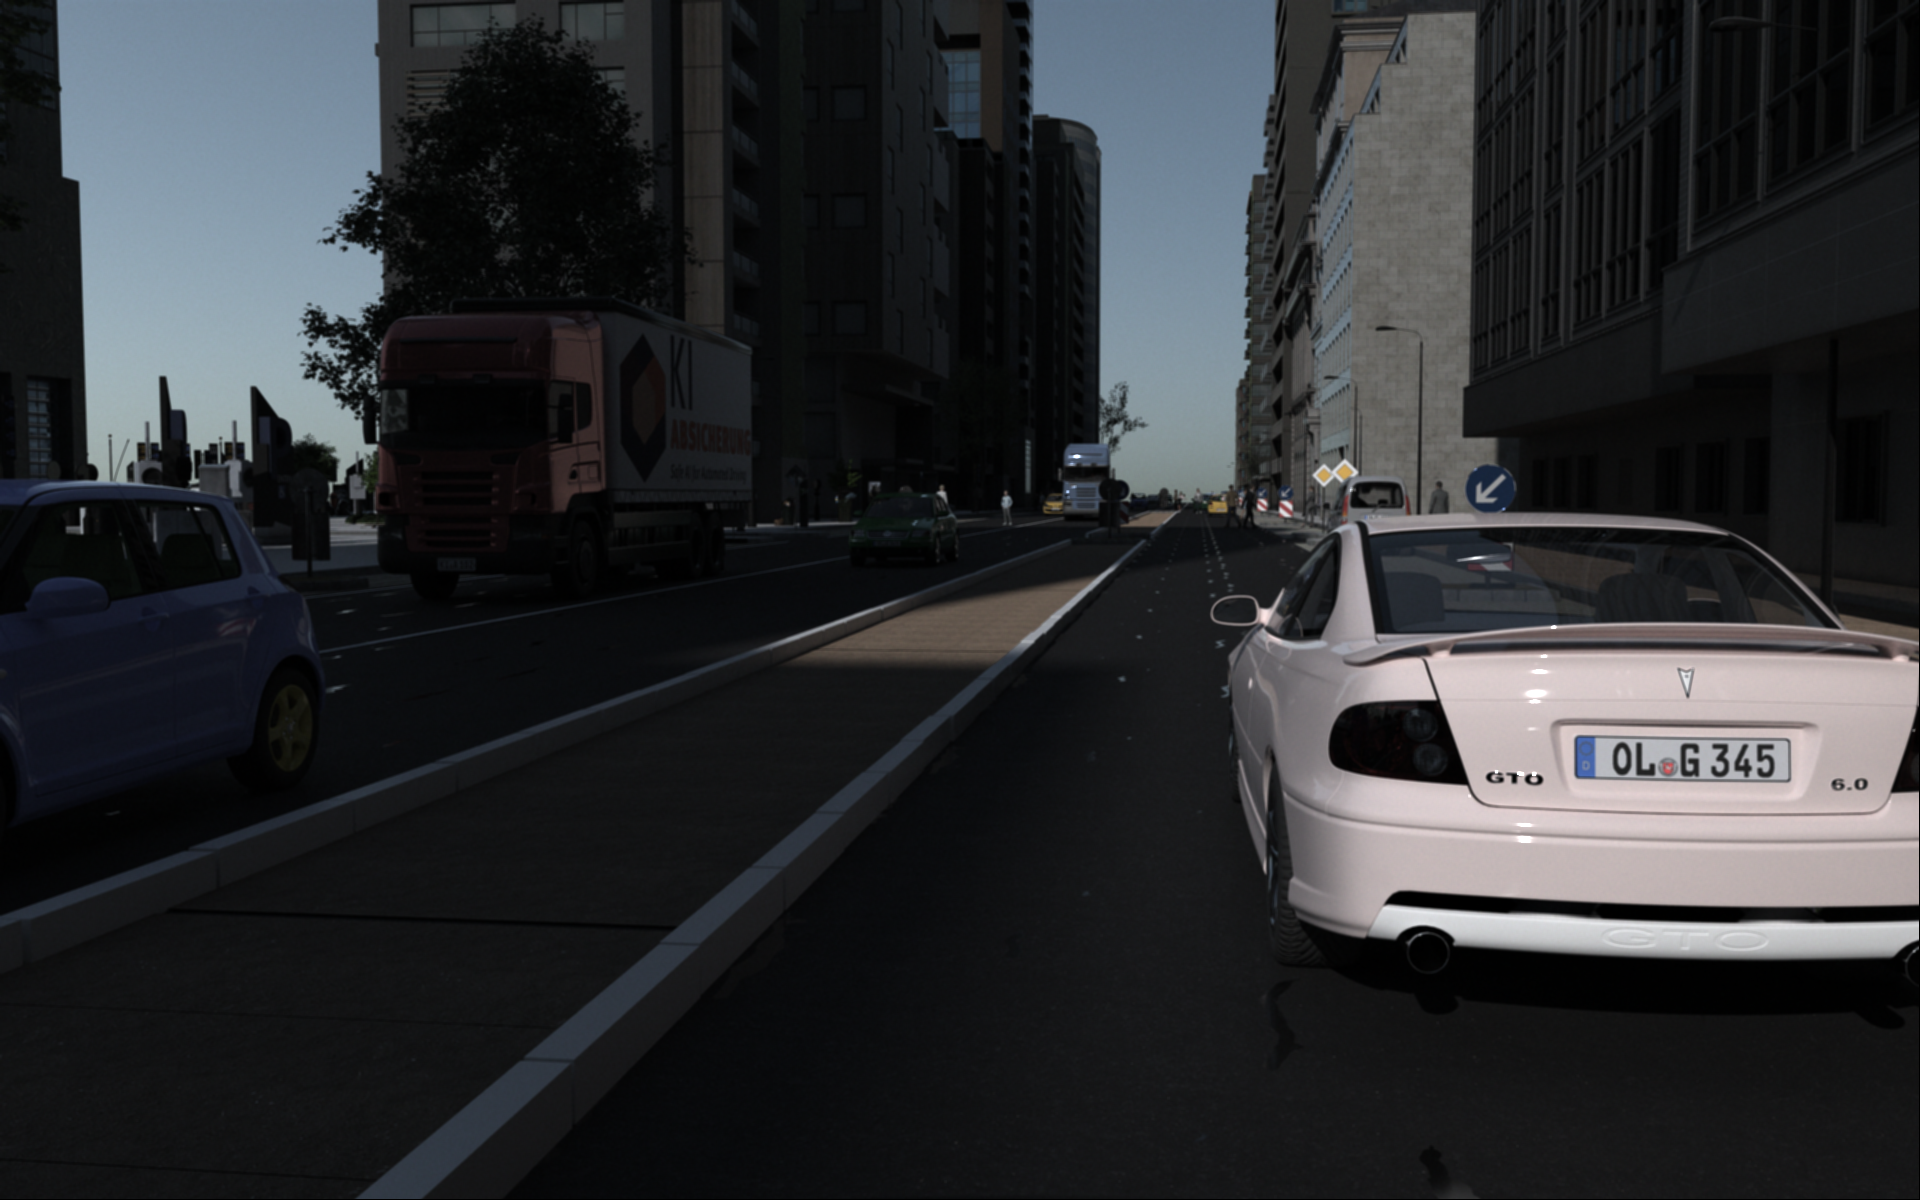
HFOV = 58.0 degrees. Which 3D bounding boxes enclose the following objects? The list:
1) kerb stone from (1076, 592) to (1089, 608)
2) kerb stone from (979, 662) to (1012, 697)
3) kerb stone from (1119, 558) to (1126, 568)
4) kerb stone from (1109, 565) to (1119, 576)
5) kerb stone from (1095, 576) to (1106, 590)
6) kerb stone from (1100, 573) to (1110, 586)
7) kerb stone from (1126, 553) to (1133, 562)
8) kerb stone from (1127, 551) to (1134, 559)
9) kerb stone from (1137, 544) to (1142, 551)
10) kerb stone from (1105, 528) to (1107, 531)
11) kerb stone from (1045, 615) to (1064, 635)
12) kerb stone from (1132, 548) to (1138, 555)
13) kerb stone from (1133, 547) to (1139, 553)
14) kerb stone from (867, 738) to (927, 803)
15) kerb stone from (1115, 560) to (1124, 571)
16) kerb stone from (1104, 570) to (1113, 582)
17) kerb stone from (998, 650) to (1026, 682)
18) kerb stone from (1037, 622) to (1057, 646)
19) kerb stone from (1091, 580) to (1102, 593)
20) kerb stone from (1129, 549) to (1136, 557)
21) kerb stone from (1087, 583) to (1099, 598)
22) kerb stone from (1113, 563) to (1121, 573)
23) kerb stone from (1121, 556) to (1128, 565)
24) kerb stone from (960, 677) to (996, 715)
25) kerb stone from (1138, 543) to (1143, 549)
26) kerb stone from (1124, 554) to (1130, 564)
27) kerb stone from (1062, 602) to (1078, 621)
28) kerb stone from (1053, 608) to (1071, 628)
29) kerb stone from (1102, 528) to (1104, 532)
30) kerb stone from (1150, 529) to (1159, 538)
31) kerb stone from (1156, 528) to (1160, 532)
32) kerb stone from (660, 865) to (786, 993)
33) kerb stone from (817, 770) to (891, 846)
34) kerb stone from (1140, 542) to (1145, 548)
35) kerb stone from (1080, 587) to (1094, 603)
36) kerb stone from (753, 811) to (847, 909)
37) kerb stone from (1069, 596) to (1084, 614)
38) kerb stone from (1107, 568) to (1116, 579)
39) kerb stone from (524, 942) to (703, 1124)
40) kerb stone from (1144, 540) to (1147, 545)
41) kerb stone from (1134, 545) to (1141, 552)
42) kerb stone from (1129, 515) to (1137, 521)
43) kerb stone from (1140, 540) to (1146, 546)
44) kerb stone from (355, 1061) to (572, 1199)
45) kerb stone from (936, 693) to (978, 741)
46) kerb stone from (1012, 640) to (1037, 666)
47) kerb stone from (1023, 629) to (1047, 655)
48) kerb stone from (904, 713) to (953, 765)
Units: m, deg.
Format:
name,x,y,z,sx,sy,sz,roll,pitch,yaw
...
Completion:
name,x,y,z,sx,sy,sz,roll,pitch,yaw
kerb stone,1.497,0.030,21.708,0.120,0.150,1.000,0,4,8
kerb stone,0.245,0.589,12.560,0.120,0.150,1.000,0,4,8
kerb stone,3.026,-0.654,32.889,0.120,0.150,1.000,0,4,8
kerb stone,2.617,-0.467,29.828,0.120,0.150,1.000,0,4,8
kerb stone,2.053,-0.219,25.776,0.120,0.150,1.000,0,4,8
kerb stone,2.192,-0.281,26.790,0.120,0.150,1.000,0,4,8
kerb stone,3.452,-0.841,35.946,0.120,0.150,1.000,0,4,8
kerb stone,3.589,-0.903,36.959,0.120,0.150,1.000,0,4,8
kerb stone,4.285,-1.215,42.062,0.120,0.150,1.000,0,4,8
kerb stone,5.345,-2.631,65.266,0.120,0.150,1.000,0,4,8
kerb stone,0.935,0.285,17.645,0.120,0.150,1.000,0,4,8
kerb stone,3.863,-1.028,39.000,0.120,0.150,1.000,0,4,8
kerb stone,4.002,-1.084,40.016,0.120,0.150,1.000,0,4,8
kerb stone,-0.313,0.837,8.504,0.120,0.150,1.000,0,4,8
kerb stone,2.890,-0.592,31.876,0.120,0.150,1.000,0,4,8
kerb stone,2.328,-0.343,27.804,0.120,0.150,1.000,0,4,8
kerb stone,0.390,0.530,13.577,0.120,0.150,1.000,0,4,8
kerb stone,0.806,0.347,16.629,0.120,0.150,1.000,0,4,8
kerb stone,1.912,-0.152,24.764,0.120,0.150,1.000,0,4,8
kerb stone,3.729,-0.965,37.986,0.120,0.150,1.000,0,4,8
kerb stone,1.778,-0.094,23.734,0.120,0.150,1.000,0,4,8
kerb stone,2.746,-0.524,30.856,0.120,0.150,1.000,0,4,8
kerb stone,3.170,-0.717,33.915,0.120,0.150,1.000,0,4,8
kerb stone,0.102,0.656,11.545,0.120,0.150,1.000,0,4,8
kerb stone,4.426,-1.269,43.090,0.120,0.150,1.000,0,4,8
kerb stone,3.305,-0.779,34.935,0.120,0.150,1.000,0,4,8
kerb stone,1.220,0.155,19.678,0.120,0.150,1.000,0,4,8
kerb stone,1.074,0.217,18.666,0.120,0.150,1.000,0,4,8
kerb stone,5.067,-2.509,63.225,0.120,0.150,1.000,0,4,8
kerb stone,6.732,-2.301,59.924,0.120,0.150,1.000,0,4,8
kerb stone,6.878,-2.369,60.936,0.120,0.150,1.000,0,4,8
kerb stone,-0.732,1.024,5.448,0.120,0.150,1.000,0,4,8
kerb stone,-0.457,0.899,7.491,0.120,0.150,1.000,0,4,8
kerb stone,4.570,-1.335,44.102,0.120,0.150,1.000,0,4,8
kerb stone,1.630,-0.032,22.722,0.120,0.150,1.000,0,4,8
kerb stone,-0.592,0.962,6.461,0.120,0.150,1.000,0,4,8
kerb stone,1.359,0.092,20.692,0.120,0.150,1.000,0,4,8
kerb stone,2.471,-0.400,28.817,0.120,0.150,1.000,0,4,8
kerb stone,-0.866,1.086,4.434,0.120,0.150,1.000,0,4,8
kerb stone,4.846,-1.461,46.128,0.120,0.150,1.000,0,4,8
kerb stone,4.147,-1.152,41.035,0.120,0.150,1.000,0,4,8
kerb stone,9.653,-4.559,96.732,0.120,0.150,1.000,0,4,8
kerb stone,4.700,-1.402,45.116,0.120,0.150,1.000,0,4,8
kerb stone,-1.003,1.148,3.421,0.120,0.150,1.000,0,4,8
kerb stone,-0.029,0.713,10.531,0.120,0.150,1.000,0,4,8
kerb stone,0.519,0.472,14.593,0.120,0.150,1.000,0,4,8
kerb stone,0.657,0.403,15.605,0.120,0.150,1.000,0,4,8
kerb stone,-0.183,0.775,9.520,0.120,0.150,1.000,0,4,8
